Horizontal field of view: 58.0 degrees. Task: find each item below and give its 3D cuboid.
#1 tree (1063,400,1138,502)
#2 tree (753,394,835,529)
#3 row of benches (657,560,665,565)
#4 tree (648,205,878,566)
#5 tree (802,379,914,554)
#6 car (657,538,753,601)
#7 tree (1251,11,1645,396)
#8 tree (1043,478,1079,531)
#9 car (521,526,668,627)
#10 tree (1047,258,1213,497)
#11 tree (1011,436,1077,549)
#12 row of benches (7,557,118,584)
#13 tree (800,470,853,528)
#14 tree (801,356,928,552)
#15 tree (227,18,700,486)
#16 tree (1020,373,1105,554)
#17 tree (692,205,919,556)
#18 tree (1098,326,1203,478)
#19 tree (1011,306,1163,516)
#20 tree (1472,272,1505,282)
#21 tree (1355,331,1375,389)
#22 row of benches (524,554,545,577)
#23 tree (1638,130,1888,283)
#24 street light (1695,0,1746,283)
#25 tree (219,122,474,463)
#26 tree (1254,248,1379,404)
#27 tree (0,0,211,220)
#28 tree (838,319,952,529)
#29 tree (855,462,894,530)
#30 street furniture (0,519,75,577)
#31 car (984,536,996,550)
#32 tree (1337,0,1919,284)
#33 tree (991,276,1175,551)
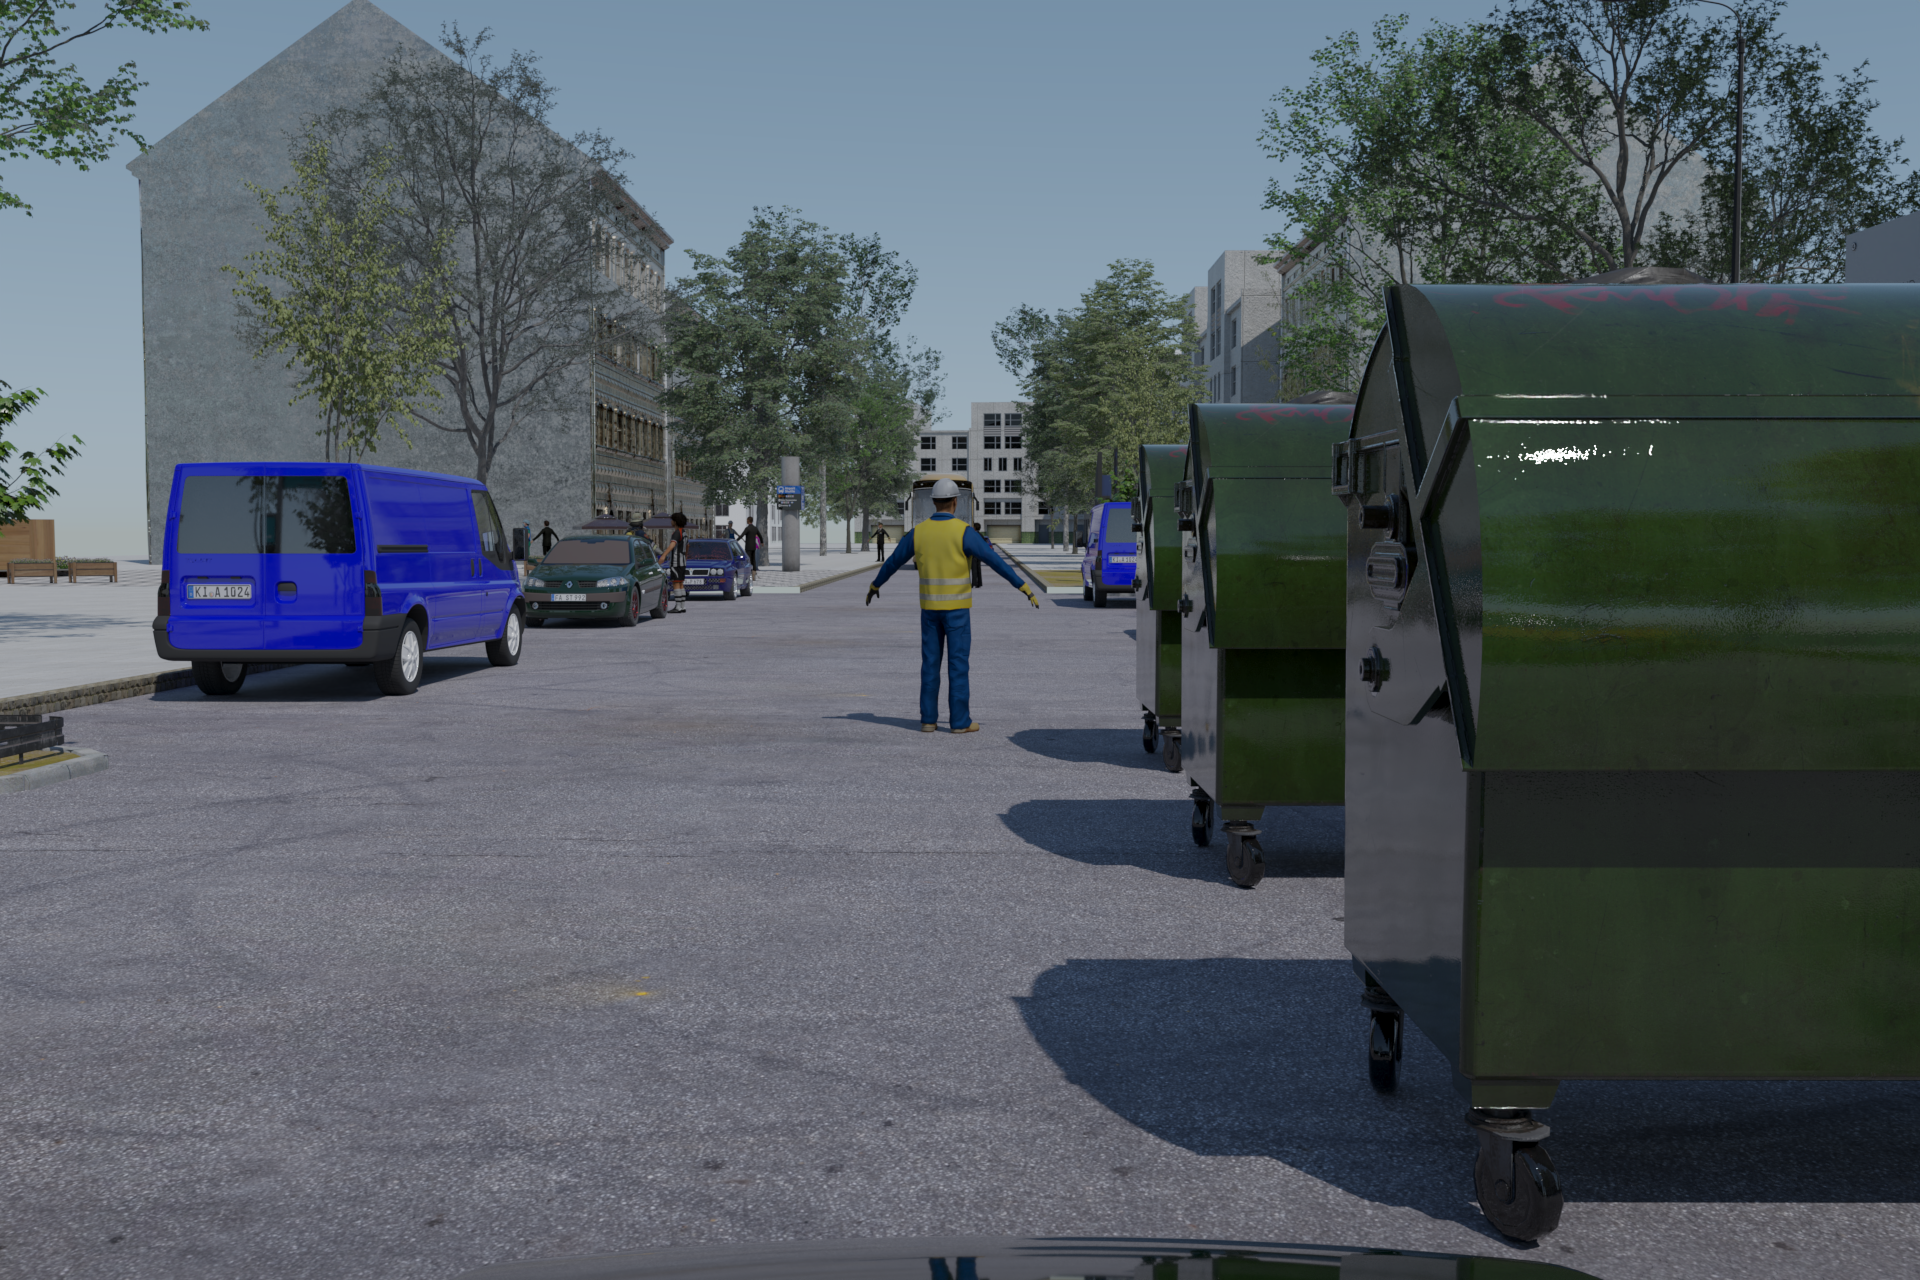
[{"bbox_3d":[7.401,-8.228,84.893,4.737,8.622,4.395,0,3,0],"label":"tree"},{"bbox_3d":[-8.465,-8.140,83.451,4.360,8.622,3.978,0,3,0],"label":"tree"},{"bbox_3d":[-9.437,-2.001,48.187,4.104,0.672,1.422,1,4,18],"label":"row of benches"},{"bbox_3d":[-7.950,-9.907,68.627,9.857,13.997,8.962,0,3,0],"label":"tree"},{"bbox_3d":[-7.181,-11.498,113.750,9.928,11.665,9.643,0,3,0],"label":"tree"},{"bbox_3d":[-5.669,-1.589,38.558,1.945,1.354,3.894,0,4,1],"label":"car"},{"bbox_3d":[9.566,-6.624,34.061,9.928,11.665,9.643,0,3,0],"label":"tree"},{"bbox_3d":[8.635,-11.637,140.628,4.737,8.622,4.395,0,3,0],"label":"tree"},{"bbox_3d":[-5.858,-1.115,28.013,2.009,1.686,4.222,0,4,0],"label":"car"},{"bbox_3d":[6.964,-9.419,72.134,7.486,12.596,7.792,0,3,0],"label":"tree"},{"bbox_3d":[8.087,-13.092,148.474,8.767,10.594,7.601,1,4,20],"label":"tree"},{"bbox_3d":[-23.888,-1.791,44.754,4.104,0.672,1.422,-3,4,-37],"label":"row of benches"},{"bbox_3d":[-18.187,-19.363,234.706,7.486,12.596,7.792,0,3,0],"label":"tree"},{"bbox_3d":[-6.897,-13.420,126.068,9.857,13.997,8.962,0,3,0],"label":"tree"},{"bbox_3d":[-11.457,-8.006,41.270,12.009,13.543,11.850,0,3,0],"label":"tree"},{"bbox_3d":[7.463,-11.238,109.495,9.928,11.665,9.643,0,3,0],"label":"tree"},{"bbox_3d":[-9.254,-15.006,101.233,12.611,20.169,13.585,0,3,0],"label":"tree"},{"bbox_3d":[6.665,-6.779,61.203,4.737,8.622,4.395,0,3,0],"label":"tree"},{"bbox_3d":[7.632,-11.620,96.646,9.857,13.997,8.962,0,3,0],"label":"tree"},{"bbox_3d":[15.051,-6.025,48.871,4.360,8.622,3.978,0,3,0],"label":"tree"},{"bbox_3d":[14.278,-6.346,54.117,4.737,8.622,4.395,0,3,0],"label":"tree"},{"bbox_3d":[-14.200,-2.267,52.524,4.104,0.672,1.422,0,4,-6],"label":"row of benches"},{"bbox_3d":[24.144,-8.647,51.742,12.009,13.543,11.850,0,3,0],"label":"tree"},{"bbox_3d":[7.156,-2.584,14.796,1.470,5.913,1.316,0,4,0],"label":"street light"},{"bbox_3d":[-11.312,-5.000,32.111,4.737,8.622,4.395,0,3,0],"label":"tree"},{"bbox_3d":[9.436,-5.784,44.927,4.360,8.622,3.978,0,3,0],"label":"tree"},{"bbox_3d":[-12.135,-5.672,18.493,9.928,11.665,9.643,0,3,0],"label":"tree"},{"bbox_3d":[-6.750,-17.905,148.628,12.611,20.169,13.585,0,3,0],"label":"tree"},{"bbox_3d":[-7.520,-11.350,135.935,4.360,8.622,3.978,0,3,0],"label":"tree"},{"bbox_3d":[-30.541,-2.849,53.443,11.010,1.723,9.812,3,4,39],"label":"street furniture"},{"bbox_3d":[0.905,-4.790,90.899,1.945,1.354,3.894,0,4,0],"label":"car"},{"bbox_3d":[9.888,-5.496,24.276,8.767,10.594,7.601,0,4,-8],"label":"tree"},{"bbox_3d":[9.051,-16.543,126.362,12.611,20.169,13.585,0,3,0],"label":"tree"}]
